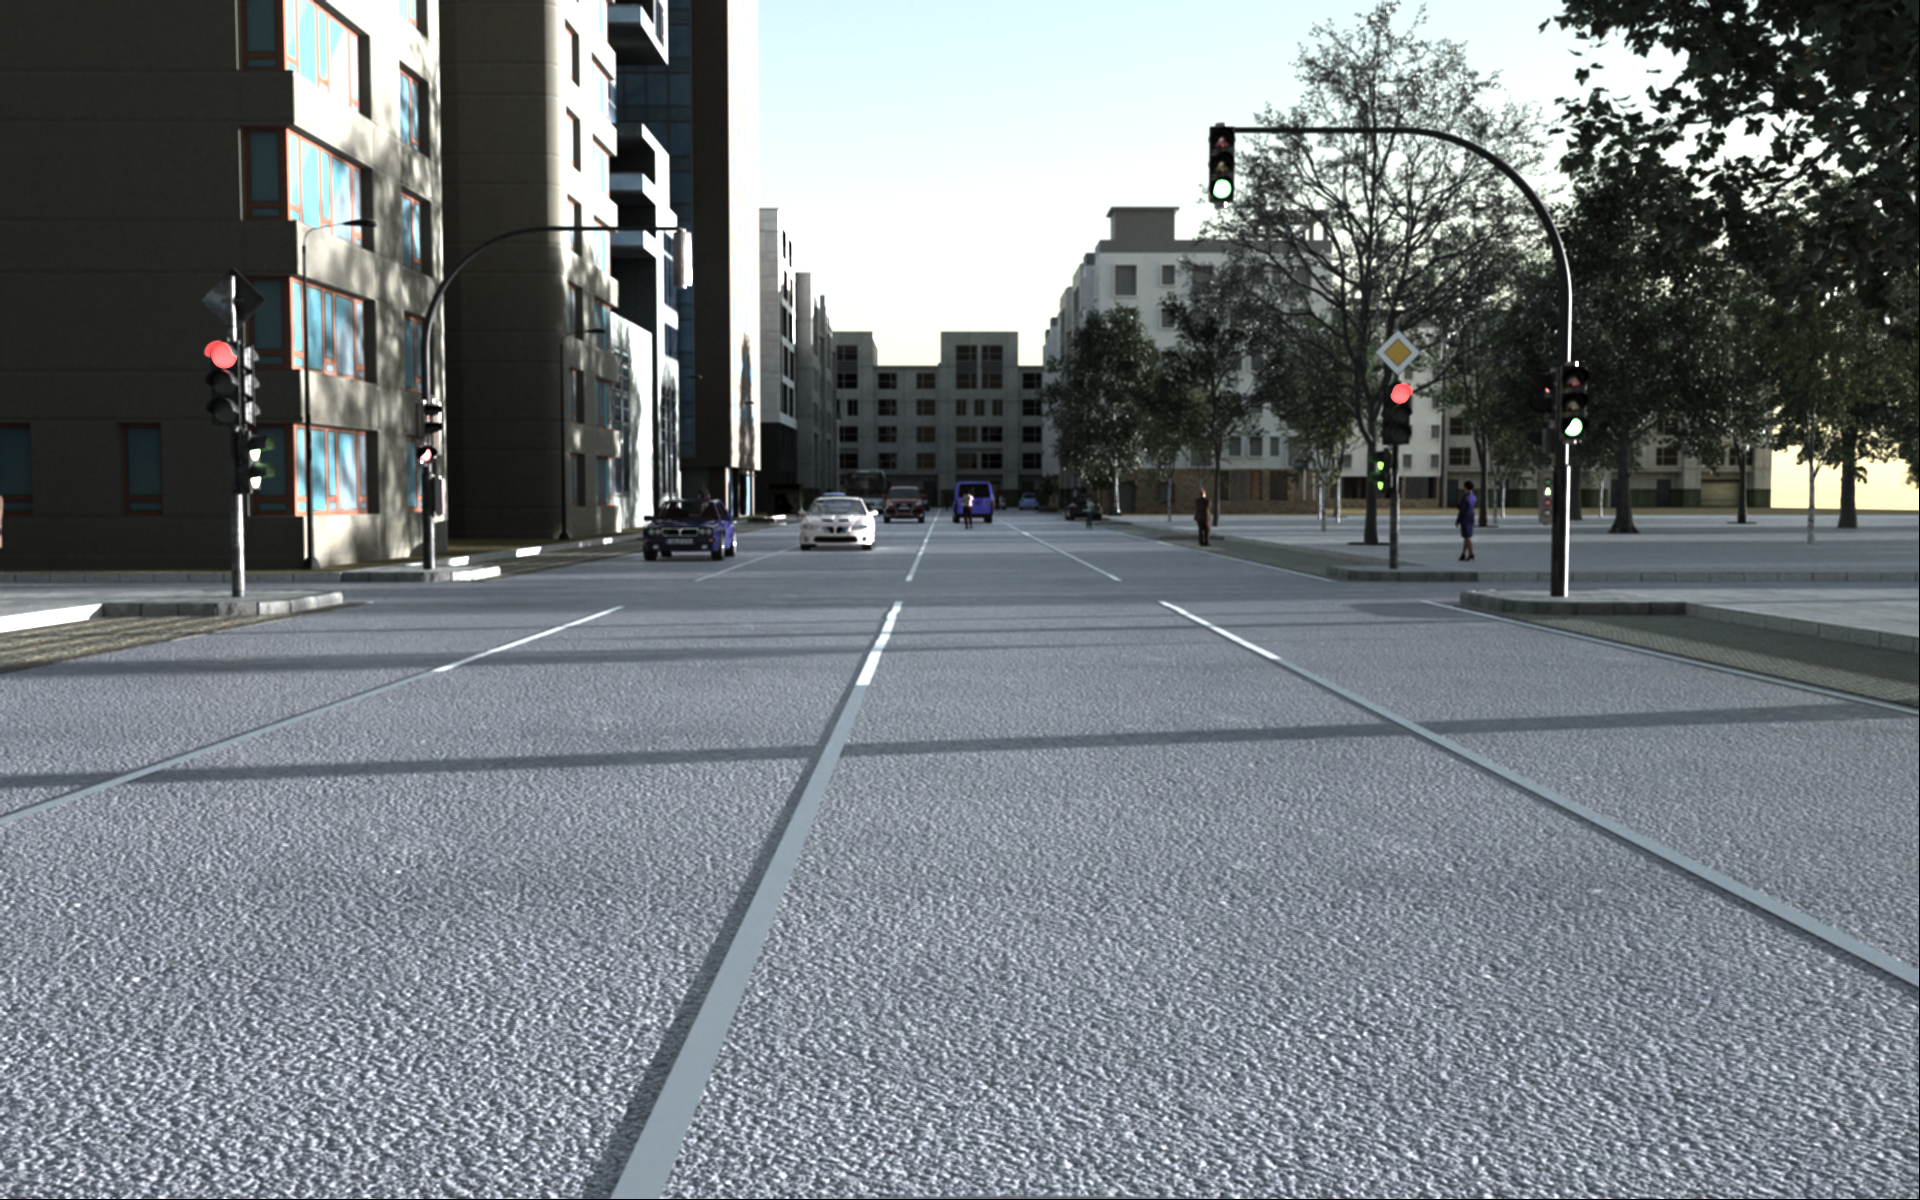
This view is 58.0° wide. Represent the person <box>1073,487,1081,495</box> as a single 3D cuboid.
[{"bbox_3d":[8.697,-7.454,127.789,0.599,1.838,0.709,-1,4,-18],"label":"person"}]

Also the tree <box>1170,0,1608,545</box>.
[{"bbox_3d":[10.320,-8.132,43.329,12.009,13.543,11.850,0,3,0],"label":"tree"}]

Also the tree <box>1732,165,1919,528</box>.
[{"bbox_3d":[33.879,-9.714,65.476,9.857,13.997,8.962,0,3,0],"label":"tree"}]

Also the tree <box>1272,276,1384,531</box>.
[{"bbox_3d":[12.618,-6.685,59.661,4.360,8.622,3.978,0,3,0],"label":"tree"}]

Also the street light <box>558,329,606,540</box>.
[{"bbox_3d":[-10.650,-4.663,48.775,1.470,5.913,1.316,0,4,0],"label":"street light"}]

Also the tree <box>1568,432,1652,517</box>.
[{"bbox_3d":[35.524,-8.865,95.309,4.737,8.622,4.395,0,3,0],"label":"tree"}]

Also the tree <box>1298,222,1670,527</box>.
[{"bbox_3d":[20.232,-8.649,67.171,9.928,11.665,9.643,0,3,0],"label":"tree"}]

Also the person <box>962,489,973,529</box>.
[{"bbox_3d":[0.298,-3.784,71.832,0.517,1.644,0.566,2,4,30],"label":"person"}]

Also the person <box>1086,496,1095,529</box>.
[{"bbox_3d":[5.326,-3.578,70.916,0.435,1.345,0.340,1,4,20],"label":"person"}]

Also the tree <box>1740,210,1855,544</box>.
[{"bbox_3d":[22.198,-5.757,44.486,4.737,8.622,4.395,0,3,0],"label":"tree"}]

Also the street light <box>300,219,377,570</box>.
[{"bbox_3d":[-10.535,-3.477,29.393,1.470,5.913,1.316,0,4,0],"label":"street light"}]

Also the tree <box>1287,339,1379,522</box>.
[{"bbox_3d":[16.829,-7.811,78.078,4.737,8.622,4.395,0,3,0],"label":"tree"}]

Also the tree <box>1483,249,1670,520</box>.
[{"bbox_3d":[30.339,-10.898,84.838,9.857,13.997,8.962,0,3,0],"label":"tree"}]

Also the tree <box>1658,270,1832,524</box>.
[{"bbox_3d":[33.937,-9.141,75.216,9.928,11.665,9.643,0,3,0],"label":"tree"}]

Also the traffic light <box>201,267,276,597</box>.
[{"bbox_3d":[-8.999,-1.994,21.529,0.839,4.253,0.868,0,4,0],"label":"traffic light"}]

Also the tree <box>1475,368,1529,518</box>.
[{"bbox_3d":[29.826,-8.809,94.384,4.360,8.622,3.978,0,3,0],"label":"tree"}]

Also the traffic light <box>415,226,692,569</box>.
[{"bbox_3d":[-6.971,-3.358,29.566,4.771,5.953,1.251,0,4,0],"label":"traffic light"}]

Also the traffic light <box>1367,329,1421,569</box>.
[{"bbox_3d":[7.438,-2.492,29.660,0.839,4.253,0.868,0,4,0],"label":"traffic light"}]

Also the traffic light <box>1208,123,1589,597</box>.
[{"bbox_3d":[5.410,-2.865,21.517,4.771,5.953,1.251,0,4,0],"label":"traffic light"}]

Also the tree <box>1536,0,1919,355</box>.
[{"bbox_3d":[9.502,-5.805,11.918,9.611,12.733,9.660,0,3,0],"label":"tree"}]

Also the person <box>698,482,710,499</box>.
[{"bbox_3d":[-11.469,-4.352,77.330,0.598,1.807,0.434,-2,4,-31],"label":"person"}]

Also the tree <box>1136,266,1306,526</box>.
[{"bbox_3d":[10.481,-8.210,68.650,7.601,10.594,8.767,-2,4,-27],"label":"tree"}]

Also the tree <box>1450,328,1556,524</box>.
[{"bbox_3d":[22.990,-7.569,74.123,4.737,8.622,4.395,0,3,0],"label":"tree"}]

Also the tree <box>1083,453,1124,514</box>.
[{"bbox_3d":[9.251,-7.843,111.954,4.285,4.588,4.351,0,3,0],"label":"tree"}]

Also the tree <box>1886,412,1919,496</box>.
[{"bbox_3d":[52.411,-7.605,87.255,11.467,7.101,20.602,1,4,20],"label":"tree"}]

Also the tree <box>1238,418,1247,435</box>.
[{"bbox_3d":[12.667,-8.544,90.053,4.737,8.622,4.395,0,3,0],"label":"tree"}]

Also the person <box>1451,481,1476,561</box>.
[{"bbox_3d":[9.652,-1.524,33.331,0.546,1.535,0.453,2,4,33],"label":"person"}]

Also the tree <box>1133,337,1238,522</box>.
[{"bbox_3d":[9.860,-7.982,80.872,4.737,8.622,4.395,0,3,0],"label":"tree"}]

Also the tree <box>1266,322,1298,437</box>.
[{"bbox_3d":[20.852,-10.396,95.724,9.928,11.665,9.643,0,3,0],"label":"tree"}]

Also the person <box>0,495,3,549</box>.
[{"bbox_3d":[-10.632,-0.644,18.846,0.482,1.546,0.388,2,4,33],"label":"person"}]

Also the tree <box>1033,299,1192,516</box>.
[{"bbox_3d":[9.139,-11.345,102.494,9.611,12.733,9.660,0,3,0],"label":"tree"}]

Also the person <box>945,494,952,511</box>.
[{"bbox_3d":[-1.057,-8.342,148.150,0.557,1.426,1.065,-2,4,-31],"label":"person"}]

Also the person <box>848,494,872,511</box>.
[{"bbox_3d":[-3.176,-2.609,54.340,0.799,1.438,0.628,-2,4,-25],"label":"person"}]

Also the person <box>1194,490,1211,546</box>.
[{"bbox_3d":[6.644,-2.241,47.409,0.482,1.546,0.388,2,4,25],"label":"person"}]

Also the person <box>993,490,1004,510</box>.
[{"bbox_3d":[3.316,-8.952,154.795,1.348,1.831,0.705,-1,4,-21],"label":"person"}]
